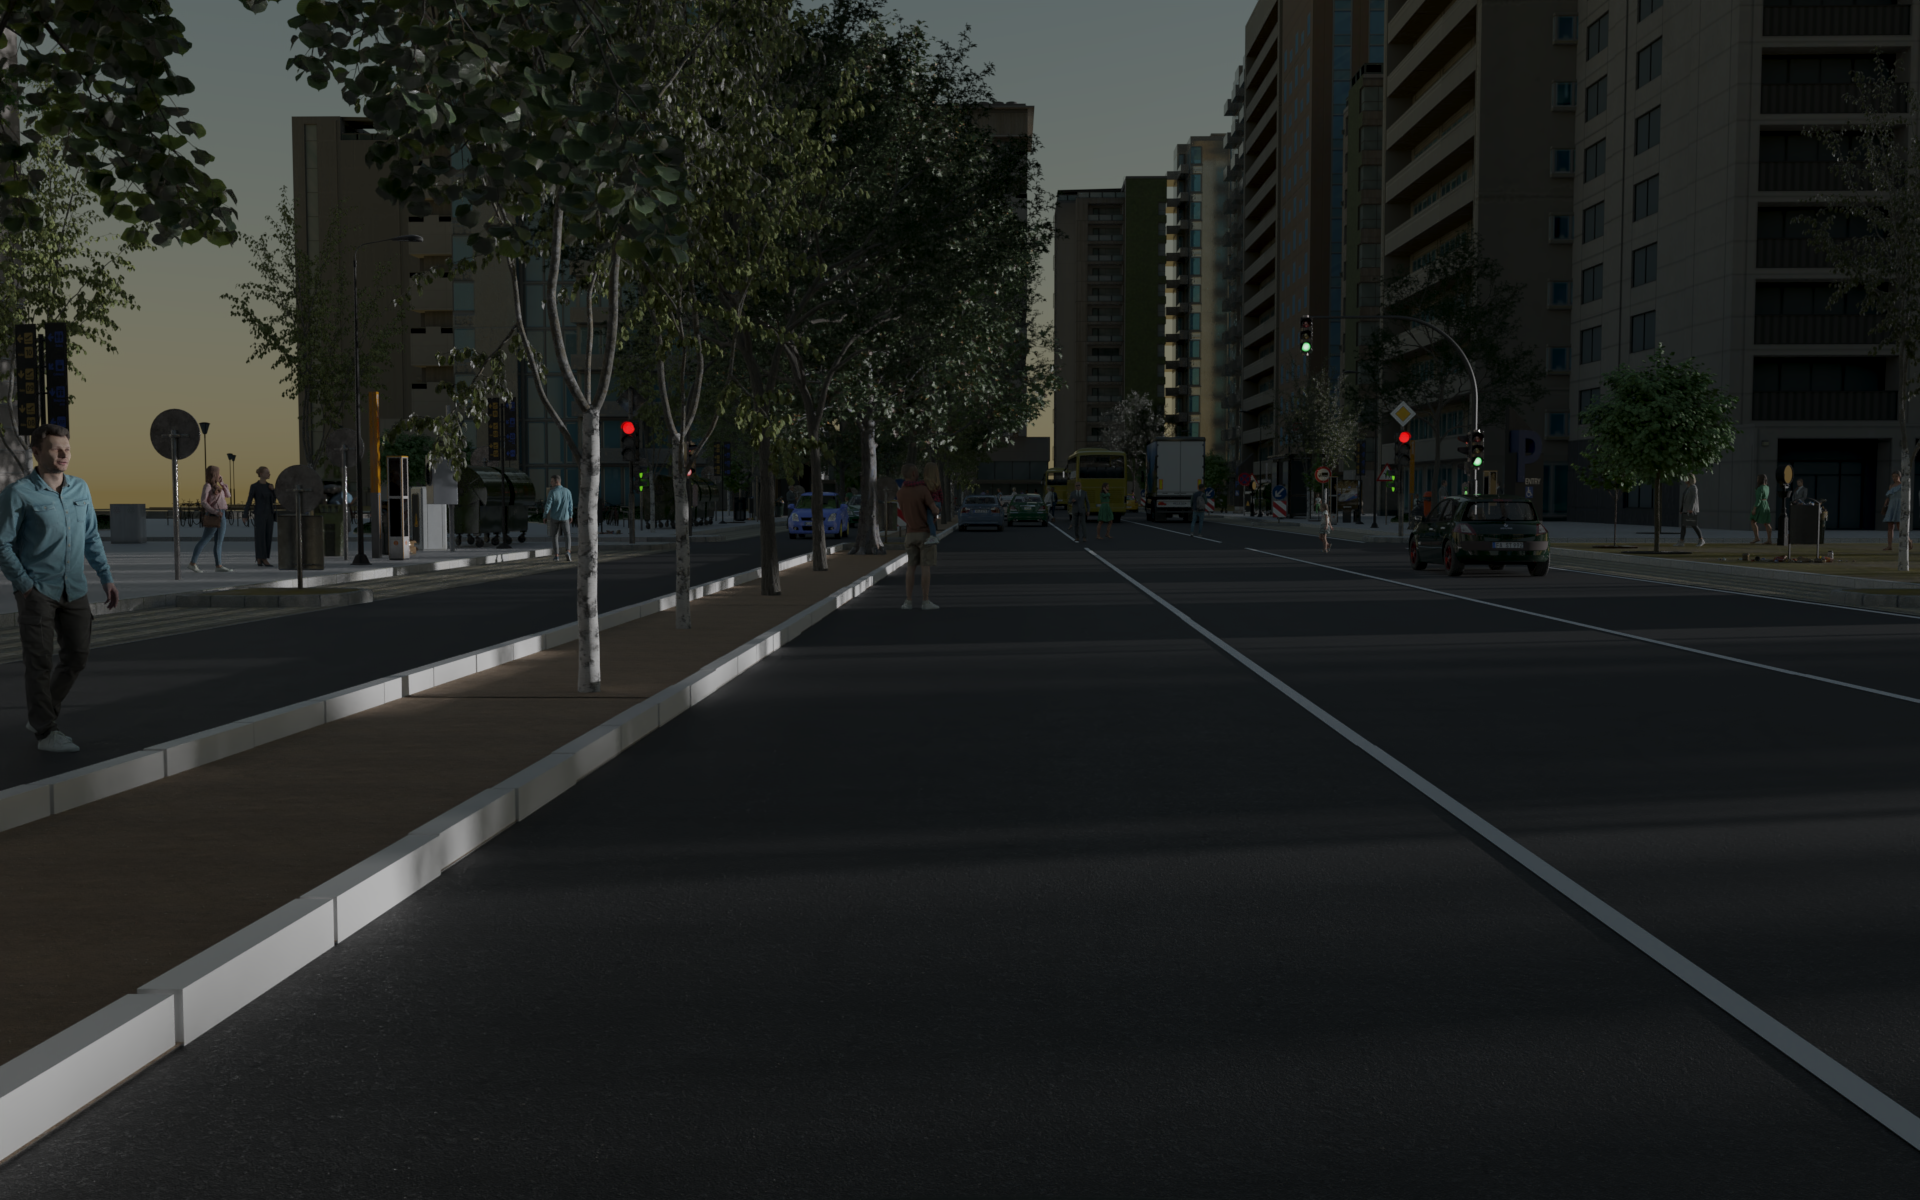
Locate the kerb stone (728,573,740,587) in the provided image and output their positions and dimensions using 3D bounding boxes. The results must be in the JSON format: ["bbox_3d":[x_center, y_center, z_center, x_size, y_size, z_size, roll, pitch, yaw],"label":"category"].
[{"bbox_3d":[-3.554,-0.272,26.645,0.120,0.150,1.000,0,4,2],"label":"kerb stone"}]

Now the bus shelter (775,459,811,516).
[{"bbox_3d":[-9.564,-6.744,101.548,1.731,3.624,6.357,0,4,2],"label":"bus shelter"}]

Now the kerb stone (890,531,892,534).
[{"bbox_3d":[-2.587,-2.372,60.981,0.120,0.150,1.000,0,4,2],"label":"kerb stone"}]

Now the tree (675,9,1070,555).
[{"bbox_3d":[-2.163,-7.416,40.721,9.611,12.733,9.660,0,3,0],"label":"tree"}]

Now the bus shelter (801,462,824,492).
[{"bbox_3d":[-10.168,-7.271,112.799,2.014,3.302,5.546,0,4,2],"label":"bus shelter"}]

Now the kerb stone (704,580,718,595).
[{"bbox_3d":[-3.614,-0.147,24.595,0.120,0.150,1.000,0,4,2],"label":"kerb stone"}]

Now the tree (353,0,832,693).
[{"bbox_3d":[-2.683,-3.648,12.466,4.360,8.622,3.978,0,3,0],"label":"tree"}]

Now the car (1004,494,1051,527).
[{"bbox_3d":[3.024,-4.025,77.609,2.131,1.459,4.920,0,4,2],"label":"car"}]

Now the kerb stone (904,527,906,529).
[{"bbox_3d":[-2.353,-2.874,69.180,0.120,0.150,1.000,0,4,2],"label":"kerb stone"}]

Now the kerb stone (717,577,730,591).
[{"bbox_3d":[-3.586,-0.210,25.624,0.120,0.150,1.000,0,4,2],"label":"kerb stone"}]

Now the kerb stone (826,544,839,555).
[{"bbox_3d":[-3.116,-1.213,42.032,0.120,0.150,1.000,0,4,2],"label":"kerb stone"}]

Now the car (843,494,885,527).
[{"bbox_3d":[-4.044,-3.866,75.009,2.131,1.459,4.920,0,4,2],"label":"car"}]

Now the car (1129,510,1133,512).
[{"bbox_3d":[13.418,-8.199,142.856,1.959,1.807,4.718,0,4,2],"label":"car"}]

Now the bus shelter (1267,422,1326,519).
[{"bbox_3d":[17.942,-7.097,93.672,2.179,5.291,8.768,0,4,2],"label":"bus shelter"}]

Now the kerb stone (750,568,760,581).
[{"bbox_3d":[-3.495,-0.393,28.693,0.120,0.150,1.000,0,4,2],"label":"kerb stone"}]

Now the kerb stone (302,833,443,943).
[{"bbox_3d":[-2.029,0.989,6.018,0.120,0.150,1.000,0,4,2],"label":"kerb stone"}]

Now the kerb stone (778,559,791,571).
[{"bbox_3d":[-3.378,-0.648,32.795,0.120,0.150,1.000,0,4,2],"label":"kerb stone"}]

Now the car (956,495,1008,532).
[{"bbox_3d":[0.842,-3.397,67.545,2.014,1.417,4.499,0,4,2],"label":"car"}]

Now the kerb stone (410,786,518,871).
[{"bbox_3d":[-2.011,0.927,7.045,0.120,0.150,1.000,0,4,2],"label":"kerb stone"}]

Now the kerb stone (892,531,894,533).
[{"bbox_3d":[-2.552,-2.428,62.003,0.120,0.150,1.000,0,4,2],"label":"kerb stone"}]

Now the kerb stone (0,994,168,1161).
[{"bbox_3d":[-2.100,1.122,3.971,0.120,0.150,1.000,0,4,2],"label":"kerb stone"}]

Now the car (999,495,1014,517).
[{"bbox_3d":[2.860,-5.070,95.253,2.083,1.381,4.827,0,4,2],"label":"car"}]

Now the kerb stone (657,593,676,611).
[{"bbox_3d":[-3.694,0.042,21.503,0.120,0.150,1.000,0,4,2],"label":"kerb stone"}]

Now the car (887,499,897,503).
[{"bbox_3d":[-5.599,-8.168,143.772,2.015,1.641,3.980,0,4,2],"label":"car"}]

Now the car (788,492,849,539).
[{"bbox_3d":[-4.581,-2.860,56.352,1.945,1.707,3.694,0,4,1],"label":"car"}]

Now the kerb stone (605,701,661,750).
[{"bbox_3d":[-1.925,0.739,10.112,0.120,0.150,1.000,0,4,2],"label":"kerb stone"}]

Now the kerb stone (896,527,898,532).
[{"bbox_3d":[-2.492,-2.556,64.059,0.120,0.150,1.000,0,4,2],"label":"kerb stone"}]

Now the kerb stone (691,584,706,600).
[{"bbox_3d":[-3.644,-0.084,23.568,0.120,0.150,1.000,0,4,2],"label":"kerb stone"}]

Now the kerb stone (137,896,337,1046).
[{"bbox_3d":[-2.059,1.052,4.991,0.120,0.150,1.000,0,4,2],"label":"kerb stone"}]

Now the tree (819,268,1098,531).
[{"bbox_3d":[-1.020,-9.430,67.014,12.009,13.543,11.850,0,3,0],"label":"tree"}]

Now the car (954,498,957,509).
[{"bbox_3d":[-1.330,-9.432,163.253,2.155,1.783,4.494,0,4,2],"label":"car"}]

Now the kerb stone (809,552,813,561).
[{"bbox_3d":[-3.262,-0.900,36.904,0.120,0.150,1.000,0,4,2],"label":"kerb stone"}]

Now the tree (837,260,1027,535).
[{"bbox_3d":[-1.487,-7.818,56.033,9.928,11.665,9.643,0,3,0],"label":"tree"}]

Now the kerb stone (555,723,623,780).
[{"bbox_3d":[-1.952,0.802,9.090,0.120,0.150,1.000,0,4,2],"label":"kerb stone"}]

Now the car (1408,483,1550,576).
[{"bbox_3d":[9.395,-1.331,31.551,2.009,1.686,4.222,0,4,2],"label":"car"}]

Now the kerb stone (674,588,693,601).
[{"bbox_3d":[-3.664,-0.020,22.531,0.120,0.150,1.000,0,4,2],"label":"kerb stone"}]

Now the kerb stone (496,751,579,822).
[{"bbox_3d":[-1.974,0.866,8.069,0.120,0.150,1.000,0,4,2],"label":"kerb stone"}]

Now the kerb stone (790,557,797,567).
[{"bbox_3d":[-3.348,-0.710,33.823,0.120,0.150,1.000,0,4,2],"label":"kerb stone"}]

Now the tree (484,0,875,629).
[{"bbox_3d":[-2.894,-3.976,17.828,4.737,8.622,4.395,0,3,0],"label":"tree"}]

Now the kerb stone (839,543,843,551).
[{"bbox_3d":[-3.091,-1.276,43.053,0.120,0.150,1.000,0,4,2],"label":"kerb stone"}]

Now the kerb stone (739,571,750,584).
[{"bbox_3d":[-3.528,-0.335,27.667,0.120,0.150,1.000,0,4,2],"label":"kerb stone"}]

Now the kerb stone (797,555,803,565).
[{"bbox_3d":[-3.321,-0.774,34.844,0.120,0.150,1.000,0,4,2],"label":"kerb stone"}]

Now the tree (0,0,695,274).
[{"bbox_3d":[-3.036,-5.819,4.255,9.857,13.997,8.962,0,3,0],"label":"tree"}]

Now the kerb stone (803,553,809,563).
[{"bbox_3d":[-3.289,-0.837,35.875,0.120,0.150,1.000,0,4,2],"label":"kerb stone"}]

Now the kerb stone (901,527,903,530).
[{"bbox_3d":[-2.408,-2.748,67.129,0.120,0.150,1.000,0,4,2],"label":"kerb stone"}]

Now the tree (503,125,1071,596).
[{"bbox_3d":[-2.630,-5.355,24.416,8.767,10.594,7.601,0,4,2],"label":"tree"}]

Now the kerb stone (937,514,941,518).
[{"bbox_3d":[-1.194,-5.379,110.148,0.120,0.150,1.000,0,4,2],"label":"kerb stone"}]

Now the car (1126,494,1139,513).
[{"bbox_3d":[12.952,-7.628,134.935,2.015,1.641,3.980,0,4,2],"label":"car"}]

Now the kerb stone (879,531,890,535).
[{"bbox_3d":[-2.612,-2.309,59.959,0.120,0.150,1.000,0,4,2],"label":"kerb stone"}]
